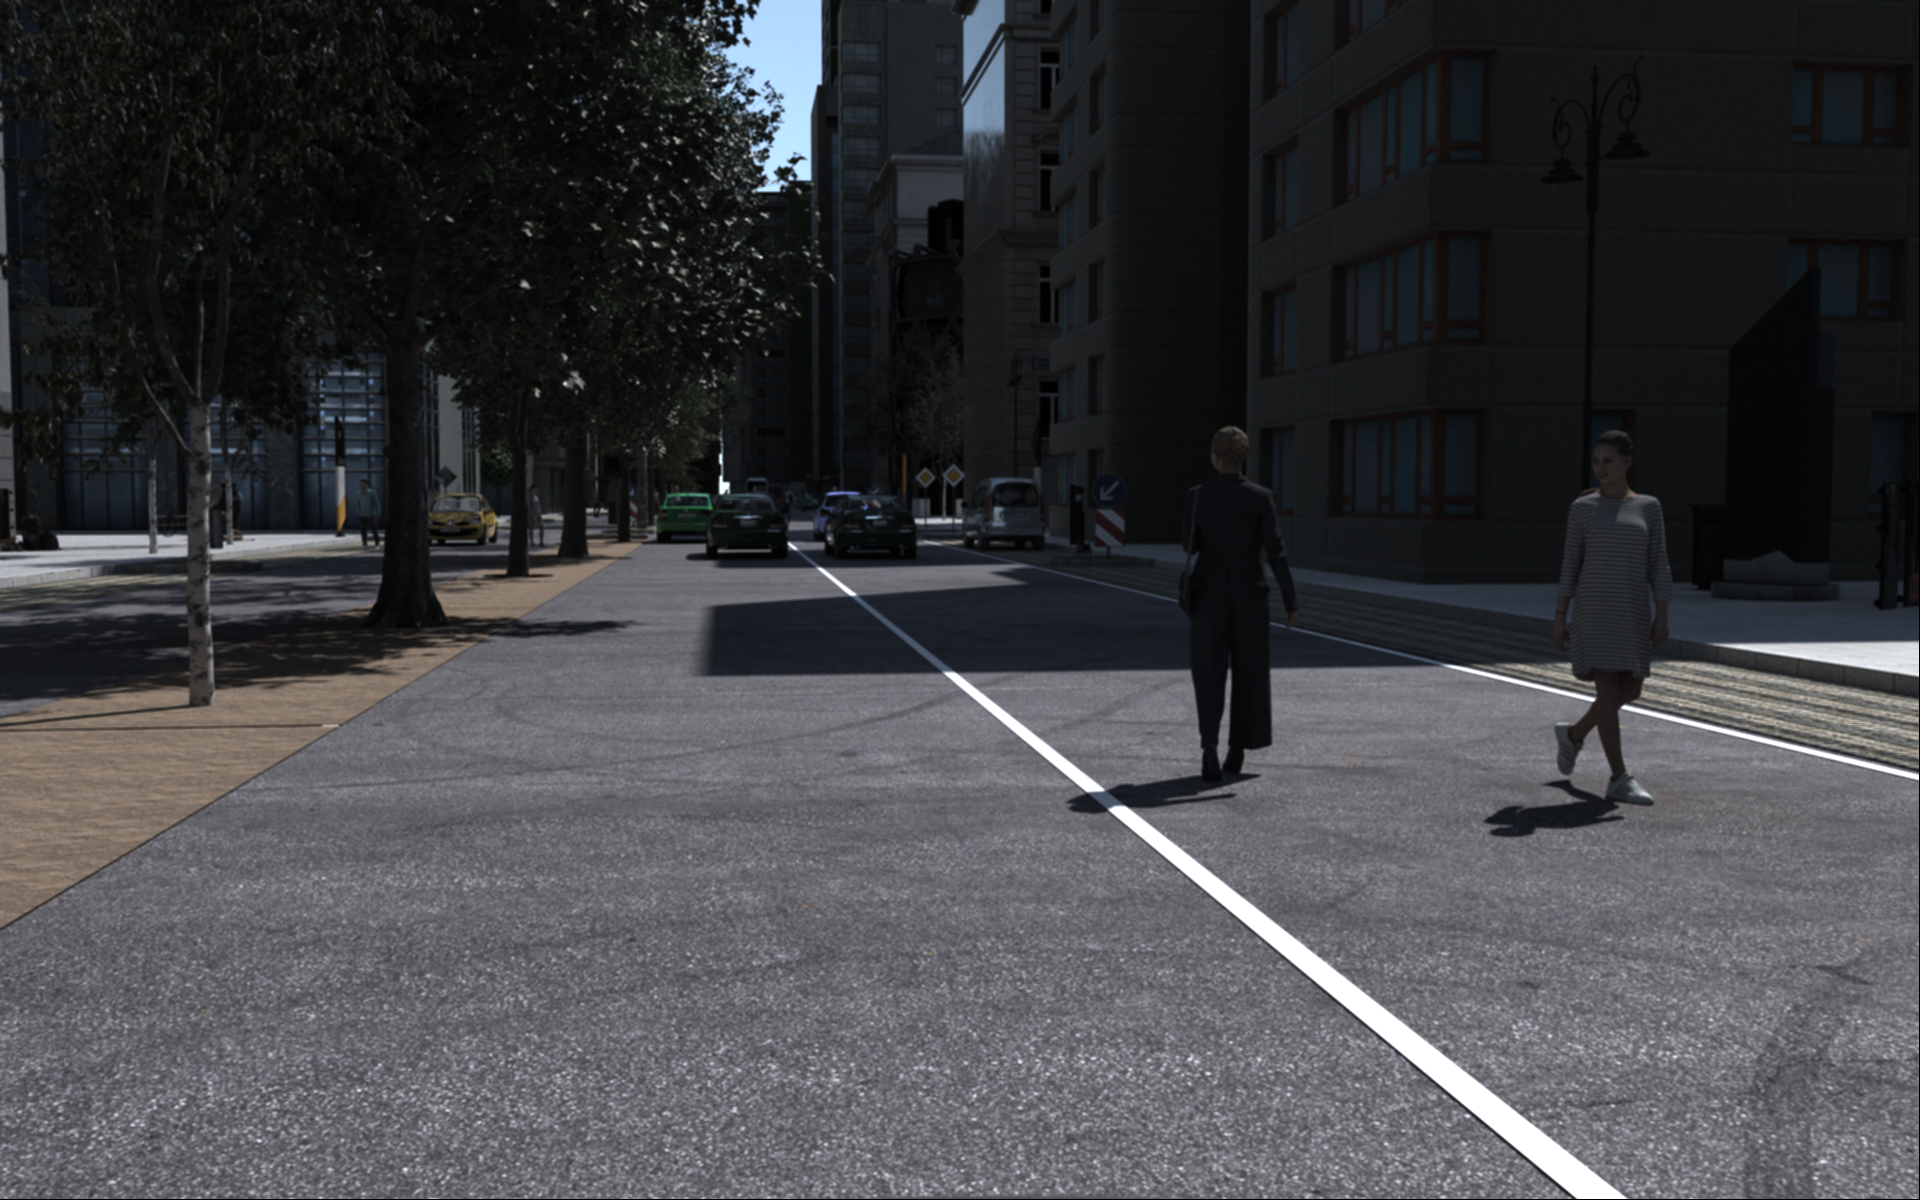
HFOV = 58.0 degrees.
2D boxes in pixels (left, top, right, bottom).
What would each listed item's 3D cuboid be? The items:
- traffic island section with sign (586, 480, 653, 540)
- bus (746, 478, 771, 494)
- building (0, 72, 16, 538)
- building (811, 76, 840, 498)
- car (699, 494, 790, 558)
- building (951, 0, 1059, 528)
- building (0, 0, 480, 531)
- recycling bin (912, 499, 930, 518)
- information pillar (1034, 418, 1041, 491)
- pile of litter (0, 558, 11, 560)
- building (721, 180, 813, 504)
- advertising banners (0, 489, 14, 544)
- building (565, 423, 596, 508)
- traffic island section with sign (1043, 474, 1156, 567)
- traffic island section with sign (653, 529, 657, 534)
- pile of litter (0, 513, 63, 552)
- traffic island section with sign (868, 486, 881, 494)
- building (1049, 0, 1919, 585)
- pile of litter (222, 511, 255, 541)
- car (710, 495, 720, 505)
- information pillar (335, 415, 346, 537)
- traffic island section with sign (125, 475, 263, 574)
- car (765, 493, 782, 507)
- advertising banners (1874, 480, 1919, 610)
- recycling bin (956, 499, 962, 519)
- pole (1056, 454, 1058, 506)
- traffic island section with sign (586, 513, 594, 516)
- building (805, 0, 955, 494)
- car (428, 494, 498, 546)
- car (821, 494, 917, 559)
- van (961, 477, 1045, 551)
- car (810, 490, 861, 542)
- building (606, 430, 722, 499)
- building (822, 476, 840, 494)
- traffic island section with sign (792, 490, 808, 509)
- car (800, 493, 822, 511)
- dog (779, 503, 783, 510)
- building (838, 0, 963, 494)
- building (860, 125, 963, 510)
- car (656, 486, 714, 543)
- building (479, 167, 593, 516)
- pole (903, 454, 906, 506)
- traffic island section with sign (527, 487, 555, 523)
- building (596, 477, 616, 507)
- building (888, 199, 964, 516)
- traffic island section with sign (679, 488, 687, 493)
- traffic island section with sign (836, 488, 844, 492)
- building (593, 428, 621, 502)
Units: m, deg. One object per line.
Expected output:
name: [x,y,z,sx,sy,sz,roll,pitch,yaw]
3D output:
traffic island section with sign: [-10.924,-2.873,55.115,2.006,1.907,1.989,0,4,-8]
bus: [-23.951,-12.866,205.223,2.948,3.499,13.247,0,4,-6]
building: [-38.818,-30.384,38.781,28.212,58.520,21.231,0,4,-8]
building: [-8.769,-32.856,187.306,14.600,45.320,14.200,0,4,-8]
car: [-4.971,-1.732,40.122,2.131,1.459,4.920,-1,4,-9]
building: [12.868,-16.788,71.750,25.104,27.353,12.463,0,4,-8]
building: [-32.443,-46.486,72.713,22.319,86.520,31.000,0,4,-8]
recycling bin: [-2.096,-4.926,93.100,0.722,1.027,0.722,-3,5,-41]
information pillar: [2.393,-3.793,53.373,0.183,3.616,0.504,-1,4,-15]
pile of litter: [-19.385,-1.198,33.558,1.719,0.858,1.176,-1,4,-21]
building: [-24.398,-33.276,227.663,14.086,41.232,14.154,0,4,-8]
advertising banners: [-23.434,-2.751,41.163,2.074,3.025,0.090,1,4,13]
building: [-46.625,-18.601,149.165,27.650,21.520,28.899,0,4,-8]
traffic island section with sign: [2.723,-1.596,34.721,1.989,1.847,2.006,0,4,-8]
traffic island section with sign: [-11.902,-3.322,62.457,2.006,1.907,1.989,0,4,-8]
pile of litter: [-21.161,-1.539,39.125,1.719,0.858,1.176,-3,5,-42]
traffic island section with sign: [-4.541,-4.896,88.676,1.989,1.847,2.006,0,4,-8]
building: [18.361,-11.926,40.027,27.650,21.520,28.899,0,4,-8]
pile of litter: [-20.224,-2.053,47.538,1.719,0.858,1.176,-2,4,-29]
car: [-24.176,-9.723,171.336,2.083,1.381,4.827,0,4,-7]
information pillar: [-18.561,-3.701,51.862,0.183,3.616,0.504,0,4,3]
traffic island section with sign: [-14.032,-1.425,31.920,1.989,1.847,2.006,0,4,-8]
car: [-14.256,-7.382,129.743,2.155,1.783,4.494,0,4,-8]
advertising banners: [10.883,-1.440,19.725,2.074,3.025,0.090,-3,5,-43]
recycling bin: [0.187,-4.689,89.215,0.722,1.027,0.722,0,4,8]
pole: [3.661,-4.307,64.255,0.158,3.312,0.155,0,3,0]
traffic island section with sign: [-25.062,-6.442,113.954,1.989,1.847,2.006,0,4,-8]
building: [-7.645,-46.847,204.195,20.563,71.187,20.611,0,4,-8]
car: [-14.217,-2.387,49.247,2.015,1.641,3.980,-1,4,-8]
car: [-2.096,-1.722,39.953,2.131,1.459,4.920,-1,4,-9]
van: [1.102,-2.325,45.030,2.013,2.044,4.112,0,4,-8]
car: [-3.646,-2.693,53.622,1.945,1.707,3.694,0,4,-7]
building: [-42.633,-37.031,229.163,21.600,48.544,21.300,0,4,-8]
building: [2.904,-29.195,169.224,32.217,40.220,23.993,0,4,-8]
traffic island section with sign: [-14.857,-9.589,165.411,1.989,1.847,2.006,0,4,-8]
car: [-12.523,-8.413,146.345,1.959,1.807,4.718,0,4,-8]
dog: [-13.121,-6.610,124.904,0.800,0.831,0.513,0,4,1]
building: [-3.478,-28.435,148.505,14.154,41.232,14.086,0,4,-8]
building: [0.425,-20.840,128.129,14.401,28.519,23.554,0,4,-8]
car: [-8.154,-2.654,52.192,1.959,1.807,4.718,0,4,-7]
building: [-36.806,-30.133,112.275,23.786,49.044,30.456,0,4,-8]
pole: [-2.863,-5.816,88.941,0.158,3.312,0.155,0,3,0]
traffic island section with sign: [-21.471,-4.808,87.238,1.989,1.847,2.006,0,4,-8]
building: [-51.677,-29.524,174.599,32.217,40.220,23.993,0,4,-8]
building: [3.882,-14.685,107.554,16.820,18.784,16.811,0,4,-8]
traffic island section with sign: [-21.923,-7.877,136.927,2.006,1.907,1.989,0,4,-8]
traffic island section with sign: [-8.126,-6.530,115.393,1.989,1.847,2.006,0,4,-8]
building: [-53.705,-33.268,198.551,28.867,44.769,22.147,0,4,-8]
